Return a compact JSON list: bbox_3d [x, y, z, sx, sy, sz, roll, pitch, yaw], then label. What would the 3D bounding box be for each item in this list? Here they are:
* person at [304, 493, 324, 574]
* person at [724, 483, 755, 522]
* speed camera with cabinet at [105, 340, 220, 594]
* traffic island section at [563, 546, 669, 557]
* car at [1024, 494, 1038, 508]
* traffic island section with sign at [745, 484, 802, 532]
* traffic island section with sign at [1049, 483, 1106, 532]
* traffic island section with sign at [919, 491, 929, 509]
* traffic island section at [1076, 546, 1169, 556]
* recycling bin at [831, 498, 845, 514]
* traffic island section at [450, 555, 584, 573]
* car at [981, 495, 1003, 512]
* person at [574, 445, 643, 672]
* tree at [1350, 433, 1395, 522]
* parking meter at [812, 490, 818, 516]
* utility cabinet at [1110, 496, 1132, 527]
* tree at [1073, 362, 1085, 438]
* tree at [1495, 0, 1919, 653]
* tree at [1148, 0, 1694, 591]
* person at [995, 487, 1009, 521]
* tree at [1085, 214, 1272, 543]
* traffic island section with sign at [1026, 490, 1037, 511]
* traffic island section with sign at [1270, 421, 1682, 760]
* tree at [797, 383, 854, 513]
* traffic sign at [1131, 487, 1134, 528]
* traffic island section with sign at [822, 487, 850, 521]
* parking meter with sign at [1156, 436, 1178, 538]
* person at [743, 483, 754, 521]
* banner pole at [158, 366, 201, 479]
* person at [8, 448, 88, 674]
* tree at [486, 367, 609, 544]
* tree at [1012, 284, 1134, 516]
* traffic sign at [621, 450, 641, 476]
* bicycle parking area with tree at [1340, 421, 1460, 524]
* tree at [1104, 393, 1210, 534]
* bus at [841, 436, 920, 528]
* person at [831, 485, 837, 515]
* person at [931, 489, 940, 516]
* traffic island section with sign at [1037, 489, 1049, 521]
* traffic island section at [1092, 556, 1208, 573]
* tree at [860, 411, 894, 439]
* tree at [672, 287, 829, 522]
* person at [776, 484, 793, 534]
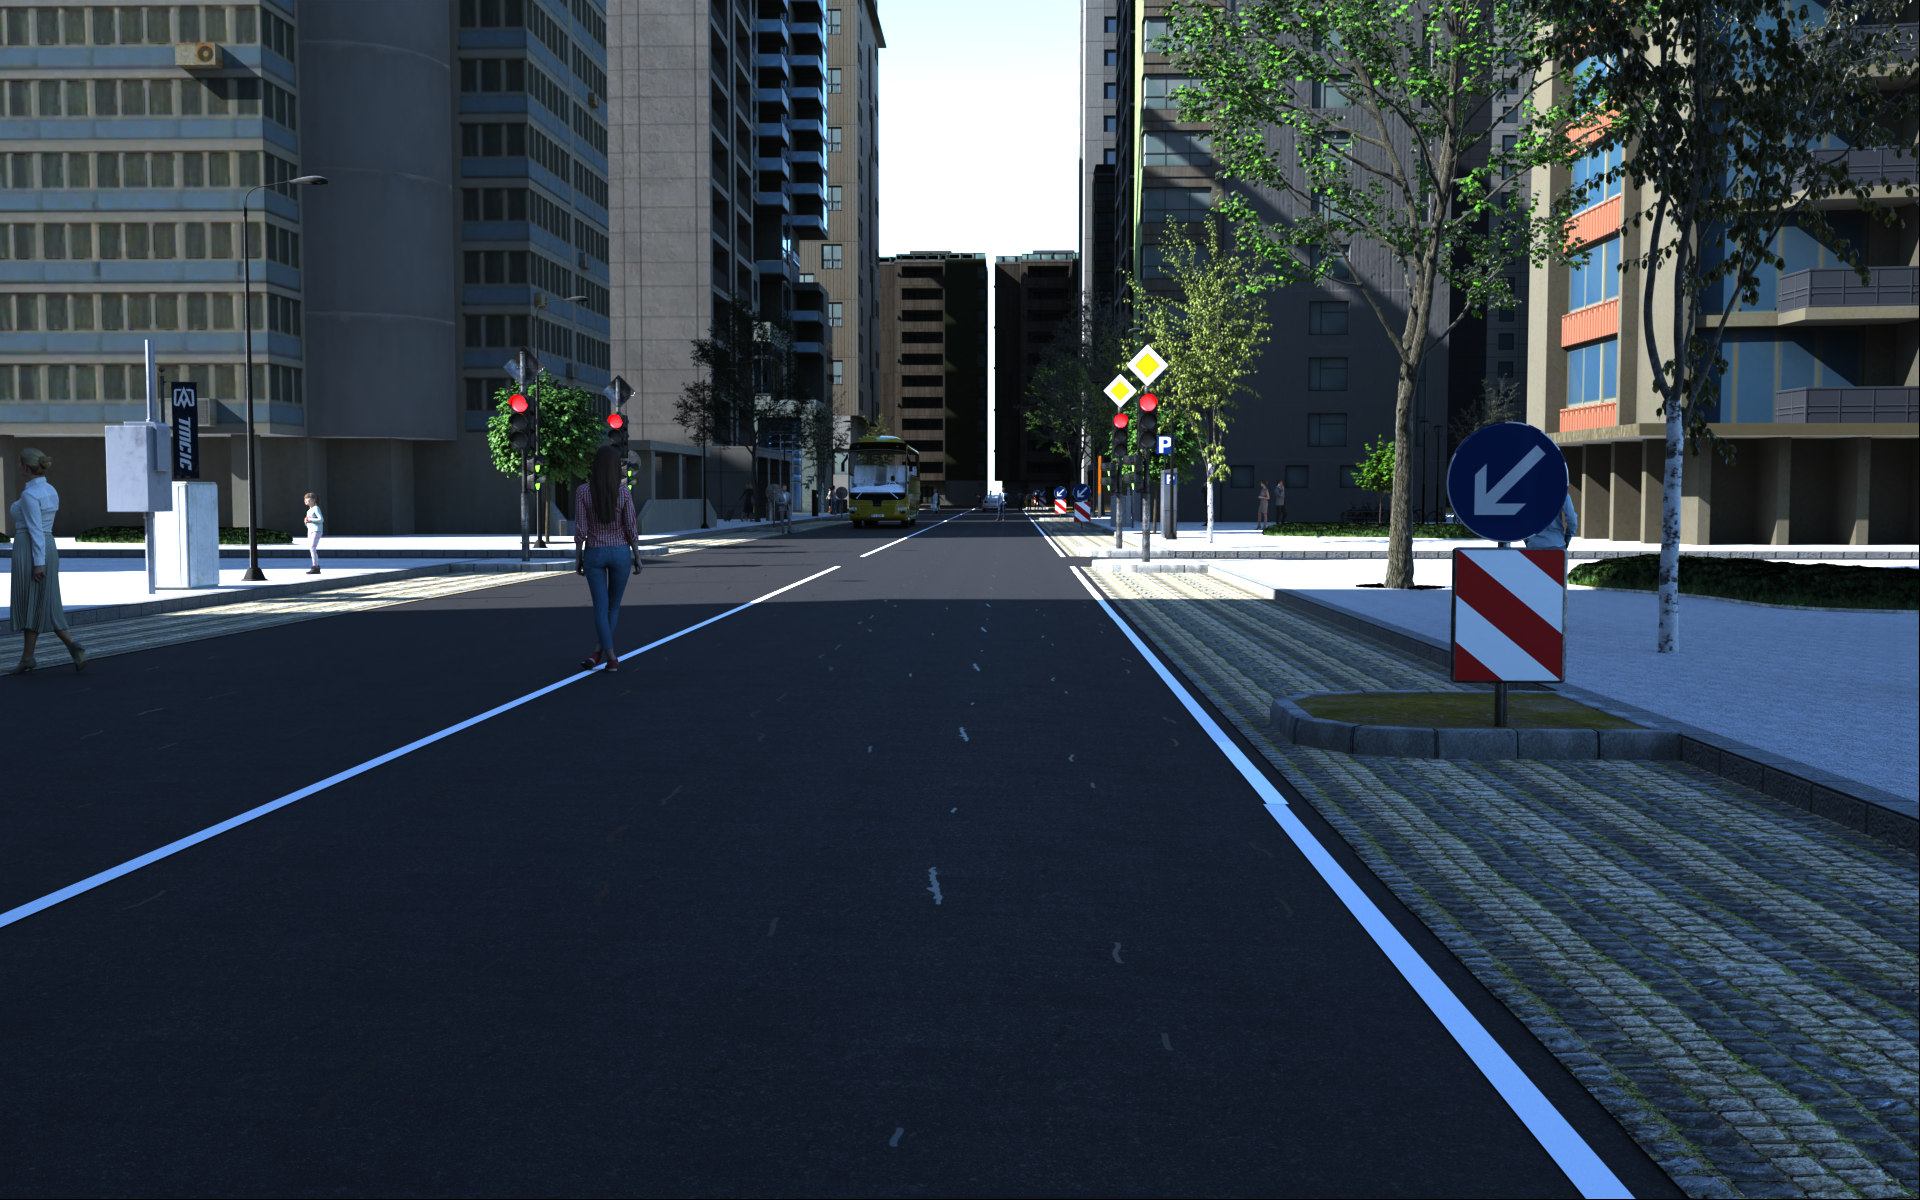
[{"bbox_3d":[-10.364,-1.065,27.738,0.425,1.301,0.394,2,4,26],"label":"person"},{"bbox_3d":[-10.248,-4.574,81.045,1.509,1.804,0.699,1,4,23],"label":"person"},{"bbox_3d":[-10.574,-1.753,22.992,0.660,3.252,2.038,0,4,0],"label":"speed camera with cabinet"},{"bbox_3d":[-8.075,-1.147,41.030,2.009,0.180,2.903,0,4,2],"label":"traffic island section"},{"bbox_3d":[7.332,-9.996,173.664,2.015,1.641,3.980,0,4,1],"label":"car"},{"bbox_3d":[-7.041,-3.485,65.615,1.989,1.847,2.006,0,4,2],"label":"traffic island section with sign"},{"bbox_3d":[4.464,-3.465,65.279,1.989,1.847,2.006,0,4,2],"label":"traffic island section with sign"},{"bbox_3d":[-4.068,-9.879,170.145,1.989,1.847,2.006,0,4,2],"label":"traffic island section with sign"},{"bbox_3d":[3.762,-1.126,40.690,2.009,0.180,2.903,0,4,2],"label":"traffic island section"},{"bbox_3d":[-7.977,-6.154,113.165,0.722,1.027,0.722,-1,4,-21],"label":"recycling bin"},{"bbox_3d":[-8.302,-0.659,33.049,2.009,0.180,2.903,0,4,2],"label":"traffic island section"},{"bbox_3d":[2.741,-7.832,140.419,2.083,1.381,4.827,0,4,1],"label":"car"},{"bbox_3d":[-2.837,-0.336,14.002,0.555,1.821,0.388,-2,4,-24],"label":"person"},{"bbox_3d":[13.501,-3.732,55.623,1.663,3.219,1.824,0,3,0],"label":"tree"},{"bbox_3d":[-8.362,-5.598,99.932,0.372,1.533,0.369,0,3,0],"label":"parking meter"},{"bbox_3d":[6.309,-3.477,68.007,0.306,1.237,1.020,-2,4,-31],"label":"utility cabinet"},{"bbox_3d":[7.132,-7.637,75.228,4.737,8.622,4.395,0,3,0],"label":"tree"},{"bbox_3d":[5.972,-3.876,13.736,4.360,8.622,3.978,0,3,0],"label":"tree"},{"bbox_3d":[6.133,-5.958,23.171,9.928,11.665,9.643,0,3,0],"label":"tree"},{"bbox_3d":[2.253,-5.120,92.398,0.721,1.800,0.419,1,4,10],"label":"person"},{"bbox_3d":[6.297,-5.772,44.736,4.737,8.622,4.395,0,3,0],"label":"tree"},{"bbox_3d":[6.682,-8.214,142.921,1.989,1.847,2.006,0,4,2],"label":"traffic island section with sign"},{"bbox_3d":[2.904,-0.098,10.236,1.989,1.847,2.006,0,4,2],"label":"traffic island section with sign"},{"bbox_3d":[-9.113,-10.076,115.098,4.360,8.622,3.978,0,3,0],"label":"tree"},{"bbox_3d":[6.456,-3.951,64.706,0.768,2.556,0.104,1,4,10],"label":"traffic sign"},{"bbox_3d":[-6.287,-5.133,92.559,1.989,1.847,2.006,0,4,2],"label":"traffic island section with sign"},{"bbox_3d":[6.121,-3.343,50.925,0.543,3.016,1.738,0,3,0],"label":"parking meter with sign"},{"bbox_3d":[-9.999,-4.677,82.696,0.728,1.800,0.709,-1,4,-11],"label":"person"},{"bbox_3d":[-15.349,-2.687,33.956,0.863,3.779,0.401,-1,4,-19],"label":"banner pole"},{"bbox_3d":[-7.293,-0.311,13.803,0.641,1.798,0.478,1,4,8],"label":"person"},{"bbox_3d":[-10.731,-3.743,44.904,4.285,4.588,4.351,0,3,0],"label":"tree"},{"bbox_3d":[8.277,-11.728,102.123,12.009,13.543,11.850,0,3,0],"label":"tree"},{"bbox_3d":[-9.558,-3.042,49.840,0.768,2.556,0.104,0,4,6],"label":"traffic sign"},{"bbox_3d":[19.215,-5.080,70.065,9.016,4.147,8.231,2,4,34],"label":"bicycle parking area with tree"},{"bbox_3d":[6.305,-4.405,55.738,4.285,4.588,4.351,0,3,0],"label":"tree"},{"bbox_3d":[-3.276,-5.191,76.417,2.896,3.916,12.252,0,4,1],"label":"bus"},{"bbox_3d":[-7.805,-6.202,107.456,0.388,1.821,0.555,-1,4,-13],"label":"person"},{"bbox_3d":[-1.569,-6.253,111.084,0.624,1.780,0.694,2,4,26],"label":"person"},{"bbox_3d":[5.252,-5.150,92.836,1.989,1.847,2.006,0,4,2],"label":"traffic island section with sign"},{"bbox_3d":[3.534,-0.638,32.708,2.009,0.180,2.903,0,4,2],"label":"traffic island section"},{"bbox_3d":[-7.518,-12.458,154.048,4.737,8.622,4.395,0,3,0],"label":"tree"},{"bbox_3d":[-9.597,-8.835,78.856,7.601,10.594,8.767,-1,4,-14],"label":"tree"},{"bbox_3d":[-6.310,-3.296,62.583,0.606,1.804,0.583,-2,4,-32],"label":"person"}]
